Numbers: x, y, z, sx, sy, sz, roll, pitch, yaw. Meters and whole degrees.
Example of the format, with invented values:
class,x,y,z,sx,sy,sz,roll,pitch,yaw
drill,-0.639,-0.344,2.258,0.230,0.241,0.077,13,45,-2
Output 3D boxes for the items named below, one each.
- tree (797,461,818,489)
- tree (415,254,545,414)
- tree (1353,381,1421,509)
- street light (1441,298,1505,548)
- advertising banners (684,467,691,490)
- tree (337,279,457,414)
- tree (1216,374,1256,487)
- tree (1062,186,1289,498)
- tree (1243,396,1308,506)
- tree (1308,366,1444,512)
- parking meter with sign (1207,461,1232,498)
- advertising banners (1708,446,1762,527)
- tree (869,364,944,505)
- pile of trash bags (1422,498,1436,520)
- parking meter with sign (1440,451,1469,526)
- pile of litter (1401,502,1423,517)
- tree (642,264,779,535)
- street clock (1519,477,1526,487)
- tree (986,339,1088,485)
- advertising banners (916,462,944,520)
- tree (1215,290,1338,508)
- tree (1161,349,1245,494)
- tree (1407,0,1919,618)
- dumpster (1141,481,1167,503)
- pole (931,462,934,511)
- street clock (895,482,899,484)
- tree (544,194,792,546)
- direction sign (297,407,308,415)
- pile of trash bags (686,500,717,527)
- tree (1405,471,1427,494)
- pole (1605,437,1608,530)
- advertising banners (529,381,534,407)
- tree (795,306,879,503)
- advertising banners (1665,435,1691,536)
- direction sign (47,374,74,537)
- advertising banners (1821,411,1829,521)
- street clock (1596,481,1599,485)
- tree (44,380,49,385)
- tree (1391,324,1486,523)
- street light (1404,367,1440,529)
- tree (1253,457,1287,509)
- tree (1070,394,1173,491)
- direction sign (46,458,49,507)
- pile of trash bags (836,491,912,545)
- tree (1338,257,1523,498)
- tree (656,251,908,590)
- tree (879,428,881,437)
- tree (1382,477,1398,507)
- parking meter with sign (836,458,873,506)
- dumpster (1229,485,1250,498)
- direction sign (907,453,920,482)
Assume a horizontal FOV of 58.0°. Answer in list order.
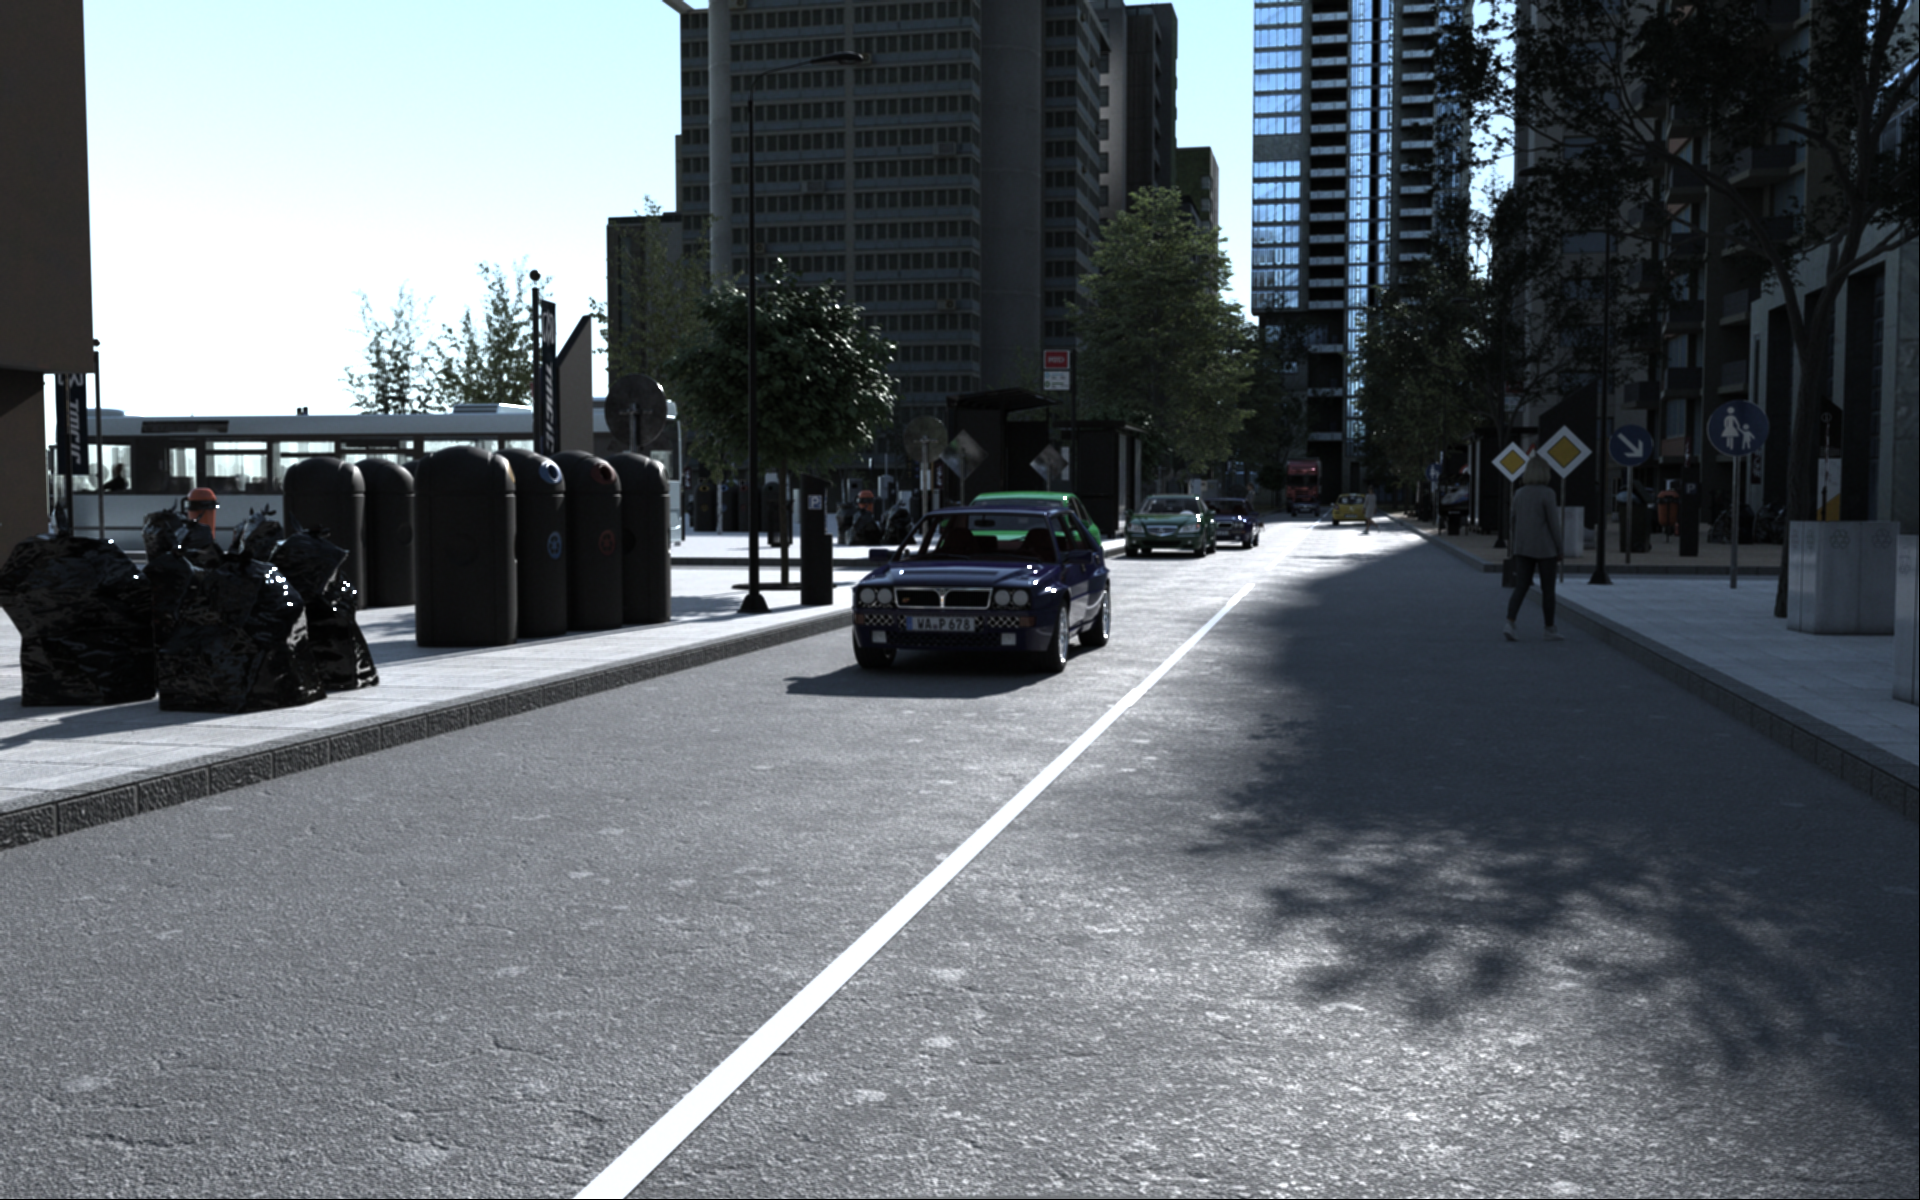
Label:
class,x,y,z,sx,sy,sz,roll,pitch,yaw
tree,-8.657,-8.101,82.815,4.360,8.622,3.978,0,3,0
tree,-14.224,-6.292,53.242,4.737,8.622,4.395,0,3,0
tree,36.861,-13.874,144.964,7.486,12.596,7.792,0,3,0
street light,12.316,-4.194,41.116,1.470,5.913,1.316,1,4,13
advertising banners,-16.906,-7.096,112.206,2.074,3.025,0.090,-1,4,-22
tree,-19.580,-6.700,59.902,4.360,8.622,3.978,0,3,0
tree,19.504,-11.302,119.202,7.601,10.594,8.767,-2,4,-33
tree,7.148,-8.966,64.726,7.486,12.596,7.792,0,3,0
tree,32.981,-15.495,179.090,9.928,11.665,9.643,0,3,0
tree,32.813,-12.340,127.506,9.928,11.665,9.643,0,3,0
parking meter with sign,13.482,-5.845,91.827,1.738,3.016,0.543,2,4,34
advertising banners,21.064,-3.103,46.926,2.074,3.025,0.090,-2,4,-26
tree,-3.336,-9.072,98.692,4.360,8.622,3.978,0,3,0
pile of trash bags,24.375,-4.741,87.275,1.912,1.369,3.447,2,4,25
parking meter with sign,20.220,-4.486,69.604,1.738,3.016,0.543,0,4,3
pile of litter,25.286,-5.018,96.009,1.719,0.858,1.176,1,4,12
tree,-7.839,-6.375,54.590,4.360,8.622,3.978,0,3,0
street clock,23.568,-4.140,72.262,0.358,2.002,0.471,-3,4,-38
tree,2.888,-8.073,82.361,4.737,8.622,4.395,0,3,0
advertising banners,-0.468,-3.615,55.286,2.074,3.025,0.090,-2,4,-28
tree,29.338,-18.814,163.491,12.611,20.169,13.585,0,3,0
tree,11.386,-8.158,83.738,4.737,8.622,4.395,0,3,0
tree,8.454,-5.077,17.419,8.767,10.594,7.601,2,4,27
dumpster,7.986,-4.109,72.945,1.264,1.857,1.865,1,4,13
pole,-1.108,-4.403,65.835,0.158,3.312,0.155,0,3,0
street clock,-3.866,-6.238,106.563,0.358,2.002,0.471,0,4,-2
tree,-7.020,-5.635,42.497,4.737,8.622,4.395,0,3,0
direction sign,-17.116,-3.252,45.175,0.379,3.537,0.876,-3,4,-37
pile of trash bags,-10.264,-3.611,68.790,3.447,1.369,1.912,2,4,30
tree,30.527,-7.369,115.088,1.663,3.219,1.824,0,3,0
pole,23.171,-4.185,62.272,0.158,3.312,0.155,0,3,0
advertising banners,-6.622,-1.942,27.947,0.090,3.025,2.074,0,4,3
tree,-6.171,-6.969,64.301,4.737,8.622,4.395,0,3,0
advertising banners,21.845,-3.455,52.681,0.090,3.025,2.074,0,4,5
direction sign,-11.600,-1.868,22.538,0.379,3.537,0.876,-2,4,-25
advertising banners,17.970,-2.433,35.968,0.090,3.025,2.074,2,4,28
street clock,34.294,-5.454,93.749,0.471,2.002,0.358,3,4,36
tree,-24.618,-5.671,43.077,4.737,8.622,4.395,0,3,0
tree,20.924,-7.659,75.594,4.737,8.622,4.395,0,3,0
street light,17.090,-5.543,63.170,1.470,5.913,1.316,1,4,13
tree,27.408,-10.259,151.453,4.285,4.588,4.351,0,3,0
tree,5.245,-4.467,56.742,4.285,4.588,4.351,0,3,0
direction sign,-43.172,-5.507,82.033,0.876,3.537,0.379,-1,4,-18
pile of trash bags,-2.276,-2.147,44.858,1.912,1.369,3.447,-1,4,-11
tree,24.774,-11.272,90.953,9.857,13.997,8.962,0,3,0
tree,-2.441,-2.448,23.732,4.285,4.588,4.351,0,3,0
tree,-5.825,-7.477,72.603,4.737,8.622,4.395,0,3,0
tree,42.252,-10.770,170.696,1.663,3.219,1.824,0,3,0
parking meter with sign,-5.101,-5.362,83.934,1.738,3.016,0.543,-1,4,-14
dumpster,17.343,-6.241,107.806,1.264,1.857,1.865,1,4,13
direction sign,-2.504,-6.137,92.343,0.876,3.537,0.379,3,4,38
